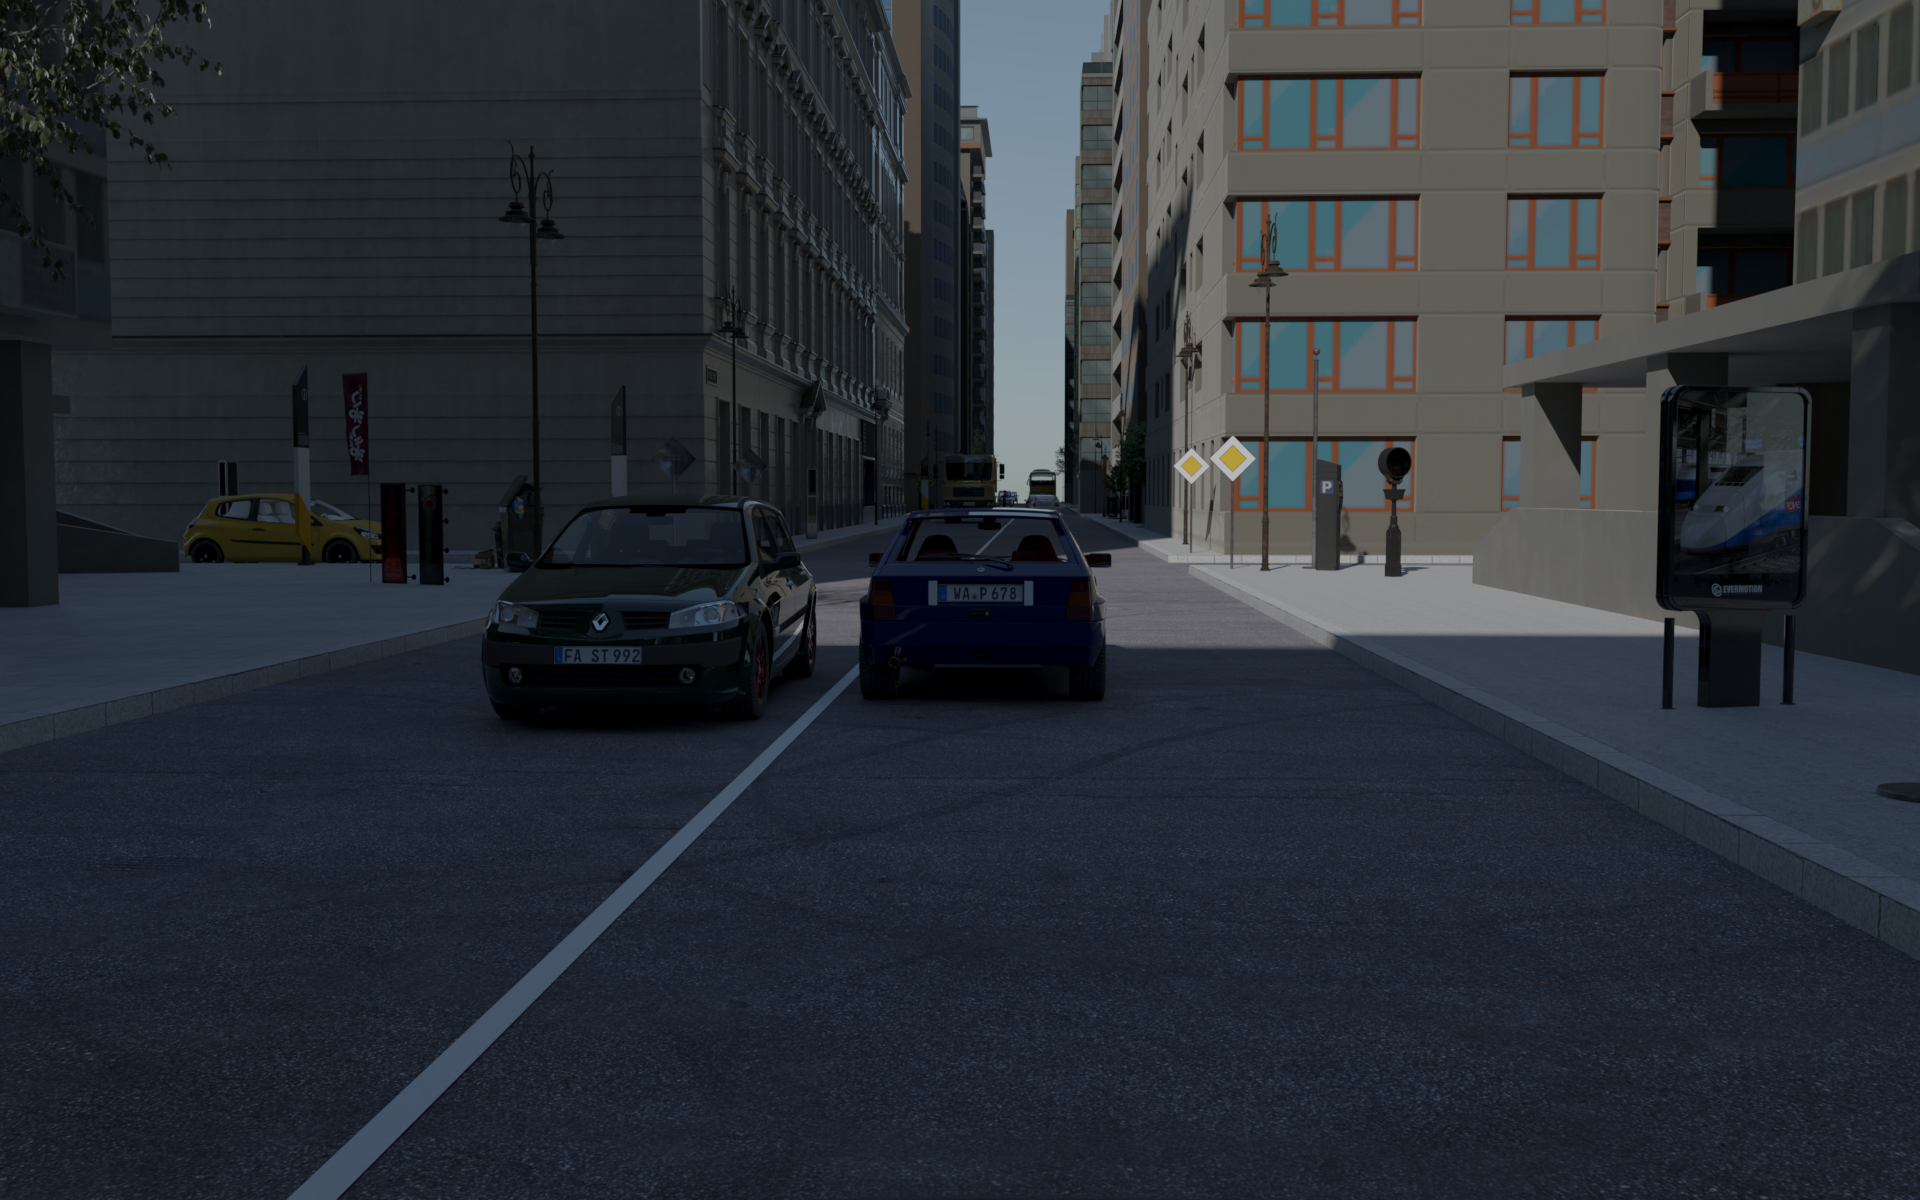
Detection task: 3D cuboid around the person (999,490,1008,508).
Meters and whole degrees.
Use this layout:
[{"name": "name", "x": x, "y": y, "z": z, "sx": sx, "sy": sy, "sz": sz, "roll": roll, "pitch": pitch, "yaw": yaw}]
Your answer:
[{"name": "person", "x": 3.284, "y": -7.418, "z": 130.503, "sx": 0.721, "sy": 1.743, "sz": 1.217, "roll": -2, "pitch": 4, "yaw": -32}]

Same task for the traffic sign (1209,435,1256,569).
[{"name": "traffic sign", "x": 4.657, "y": -1.590, "z": 29.642, "sx": 0.795, "sy": 2.450, "sz": 0.064, "roll": 0, "pitch": 4, "yaw": 3}]

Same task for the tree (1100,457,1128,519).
[{"name": "tree", "x": 7.937, "y": -5.763, "z": 88.826, "sx": 1.663, "sy": 3.219, "sz": 1.824, "roll": 0, "pitch": 3, "yaw": 0}]

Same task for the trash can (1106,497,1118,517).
[{"name": "trash can", "x": 8.368, "y": -5.103, "z": 95.090, "sx": 0.748, "sy": 1.137, "sz": 0.748, "roll": 0, "pitch": 3, "yaw": 0}]

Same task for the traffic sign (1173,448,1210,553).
[{"name": "traffic sign", "x": 5.021, "y": -2.078, "z": 37.618, "sx": 0.795, "sy": 2.450, "sz": 0.064, "roll": 0, "pitch": 4, "yaw": 3}]

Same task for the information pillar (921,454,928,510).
[{"name": "information pillar", "x": -2.037, "y": -6.670, "z": 100.404, "sx": 0.504, "sy": 3.616, "sz": 0.183, "roll": -3, "pitch": 5, "yaw": -39}]

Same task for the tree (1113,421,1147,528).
[{"name": "tree", "x": 7.581, "y": -5.076, "z": 66.711, "sx": 4.285, "sy": 4.588, "sz": 4.351, "roll": 0, "pitch": 3, "yaw": 0}]

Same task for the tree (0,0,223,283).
[{"name": "tree", "x": -6.835, "y": -3.741, "z": 11.521, "sx": 4.360, "sy": 8.622, "sz": 3.978, "roll": 0, "pitch": 3, "yaw": 0}]

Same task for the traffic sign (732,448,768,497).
[{"name": "traffic sign", "x": -4.612, "y": -2.106, "z": 38.077, "sx": 0.795, "sy": 2.450, "sz": 0.064, "roll": 0, "pitch": 4, "yaw": 3}]

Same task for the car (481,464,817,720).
[{"name": "car", "x": -2.055, "y": -0.151, "z": 12.260, "sx": 2.009, "sy": 1.686, "sz": 4.222, "roll": 0, "pitch": 4, "yaw": 2}]

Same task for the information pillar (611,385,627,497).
[{"name": "information pillar", "x": -7.350, "y": -2.815, "z": 37.380, "sx": 0.183, "sy": 3.616, "sz": 0.504, "roll": -3, "pitch": 5, "yaw": -44}]

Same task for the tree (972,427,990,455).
[{"name": "tree", "x": 1.333, "y": -14.715, "z": 190.955, "sx": 4.737, "sy": 8.622, "sz": 4.395, "roll": 0, "pitch": 3, "yaw": 0}]

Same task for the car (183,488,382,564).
[{"name": "car", "x": -12.644, "y": -1.395, "z": 33.029, "sx": 3.980, "sy": 1.641, "sz": 2.015, "roll": 0, "pitch": 4, "yaw": 4}]

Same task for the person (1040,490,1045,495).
[{"name": "person", "x": 6.330, "y": -7.521, "z": 132.413, "sx": 0.756, "sy": 1.711, "sz": 0.436, "roll": 2, "pitch": 4, "yaw": 30}]

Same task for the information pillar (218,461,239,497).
[{"name": "information pillar", "x": -16.076, "y": -2.056, "z": 38.108, "sx": 0.304, "sy": 2.012, "sz": 0.304, "roll": 2, "pitch": 4, "yaw": 35}]

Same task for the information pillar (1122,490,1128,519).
[{"name": "information pillar", "x": 8.656, "y": -5.259, "z": 90.471, "sx": 0.304, "sy": 2.012, "sz": 0.304, "roll": -3, "pitch": 4, "yaw": -38}]

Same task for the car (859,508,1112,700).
[{"name": "car", "x": 0.219, "y": -0.050, "z": 13.404, "sx": 1.945, "sy": 1.354, "sz": 3.894, "roll": 0, "pitch": 4, "yaw": 2}]

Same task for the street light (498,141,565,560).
[{"name": "street light", "x": -5.684, "y": -3.081, "z": 23.159, "sx": 0.468, "sy": 5.910, "sz": 1.993, "roll": 0, "pitch": 4, "yaw": 3}]

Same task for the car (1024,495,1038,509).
[{"name": "car", "x": 6.041, "y": -7.555, "z": 135.892, "sx": 2.083, "sy": 1.381, "sz": 4.827, "roll": 0, "pitch": 4, "yaw": 1}]

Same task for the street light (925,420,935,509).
[{"name": "street light", "x": -1.965, "y": -8.181, "z": 106.552, "sx": 0.468, "sy": 5.910, "sz": 1.993, "roll": 0, "pitch": 4, "yaw": 3}]

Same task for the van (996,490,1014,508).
[{"name": "van", "x": 4.794, "y": -10.884, "z": 184.961, "sx": 2.013, "sy": 2.044, "sz": 4.112, "roll": 0, "pitch": 4, "yaw": 1}]

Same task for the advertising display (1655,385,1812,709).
[{"name": "advertising display", "x": 4.645, "y": -0.318, "z": 10.411, "sx": 0.974, "sy": 1.923, "sz": 0.123, "roll": -1, "pitch": 4, "yaw": -15}]

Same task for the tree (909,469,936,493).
[{"name": "tree", "x": -2.188, "y": -7.153, "z": 111.546, "sx": 1.663, "sy": 3.219, "sz": 1.824, "roll": 0, "pitch": 3, "yaw": 0}]

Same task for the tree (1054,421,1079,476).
[{"name": "tree", "x": 13.970, "y": -16.091, "z": 197.502, "sx": 7.601, "sy": 10.594, "sz": 8.767, "roll": 3, "pitch": 5, "yaw": 41}]

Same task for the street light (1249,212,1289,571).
[{"name": "street light", "x": 5.093, "y": -3.422, "z": 28.737, "sx": 0.468, "sy": 5.910, "sz": 1.993, "roll": 0, "pitch": 4, "yaw": 3}]

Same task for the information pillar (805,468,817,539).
[{"name": "information pillar", "x": -4.246, "y": -2.752, "z": 49.481, "sx": 0.304, "sy": 2.012, "sz": 0.304, "roll": -1, "pitch": 4, "yaw": -13}]

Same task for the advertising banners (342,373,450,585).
[{"name": "advertising banners", "x": -8.090, "y": -1.747, "z": 24.751, "sx": 2.074, "sy": 3.025, "sz": 0.090, "roll": 2, "pitch": 4, "yaw": 30}]

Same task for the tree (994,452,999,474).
[{"name": "tree", "x": 4.308, "y": -19.724, "z": 272.845, "sx": 4.360, "sy": 8.622, "sz": 3.978, "roll": 0, "pitch": 3, "yaw": 0}]

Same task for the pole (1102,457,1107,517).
[{"name": "pole", "x": 8.046, "y": -6.272, "z": 96.386, "sx": 0.158, "sy": 3.312, "sz": 0.155, "roll": 0, "pitch": 3, "yaw": 0}]

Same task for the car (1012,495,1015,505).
[{"name": "car", "x": 6.339, "y": -13.360, "z": 230.445, "sx": 2.014, "sy": 1.417, "sz": 4.499, "roll": 0, "pitch": 4, "yaw": 1}]

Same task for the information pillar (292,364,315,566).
[{"name": "information pillar", "x": -11.794, "y": -2.428, "z": 31.045, "sx": 0.183, "sy": 3.616, "sz": 0.504, "roll": 0, "pitch": 4, "yaw": 3}]

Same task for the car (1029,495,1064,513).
[{"name": "car", "x": 5.098, "y": -5.499, "z": 102.268, "sx": 2.083, "sy": 1.381, "sz": 4.827, "roll": 0, "pitch": 4, "yaw": 5}]

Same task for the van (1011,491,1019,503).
[{"name": "van", "x": 8.137, "y": -15.940, "z": 267.637, "sx": 2.013, "sy": 2.044, "sz": 4.112, "roll": 0, "pitch": 4, "yaw": 2}]

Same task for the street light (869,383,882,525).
[{"name": "street light", "x": -3.505, "y": -6.082, "z": 72.223, "sx": 0.468, "sy": 5.910, "sz": 1.993, "roll": 0, "pitch": 4, "yaw": 3}]

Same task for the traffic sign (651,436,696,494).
[{"name": "traffic sign", "x": -4.976, "y": -1.618, "z": 30.100, "sx": 0.795, "sy": 2.450, "sz": 0.064, "roll": 0, "pitch": 4, "yaw": 3}]
